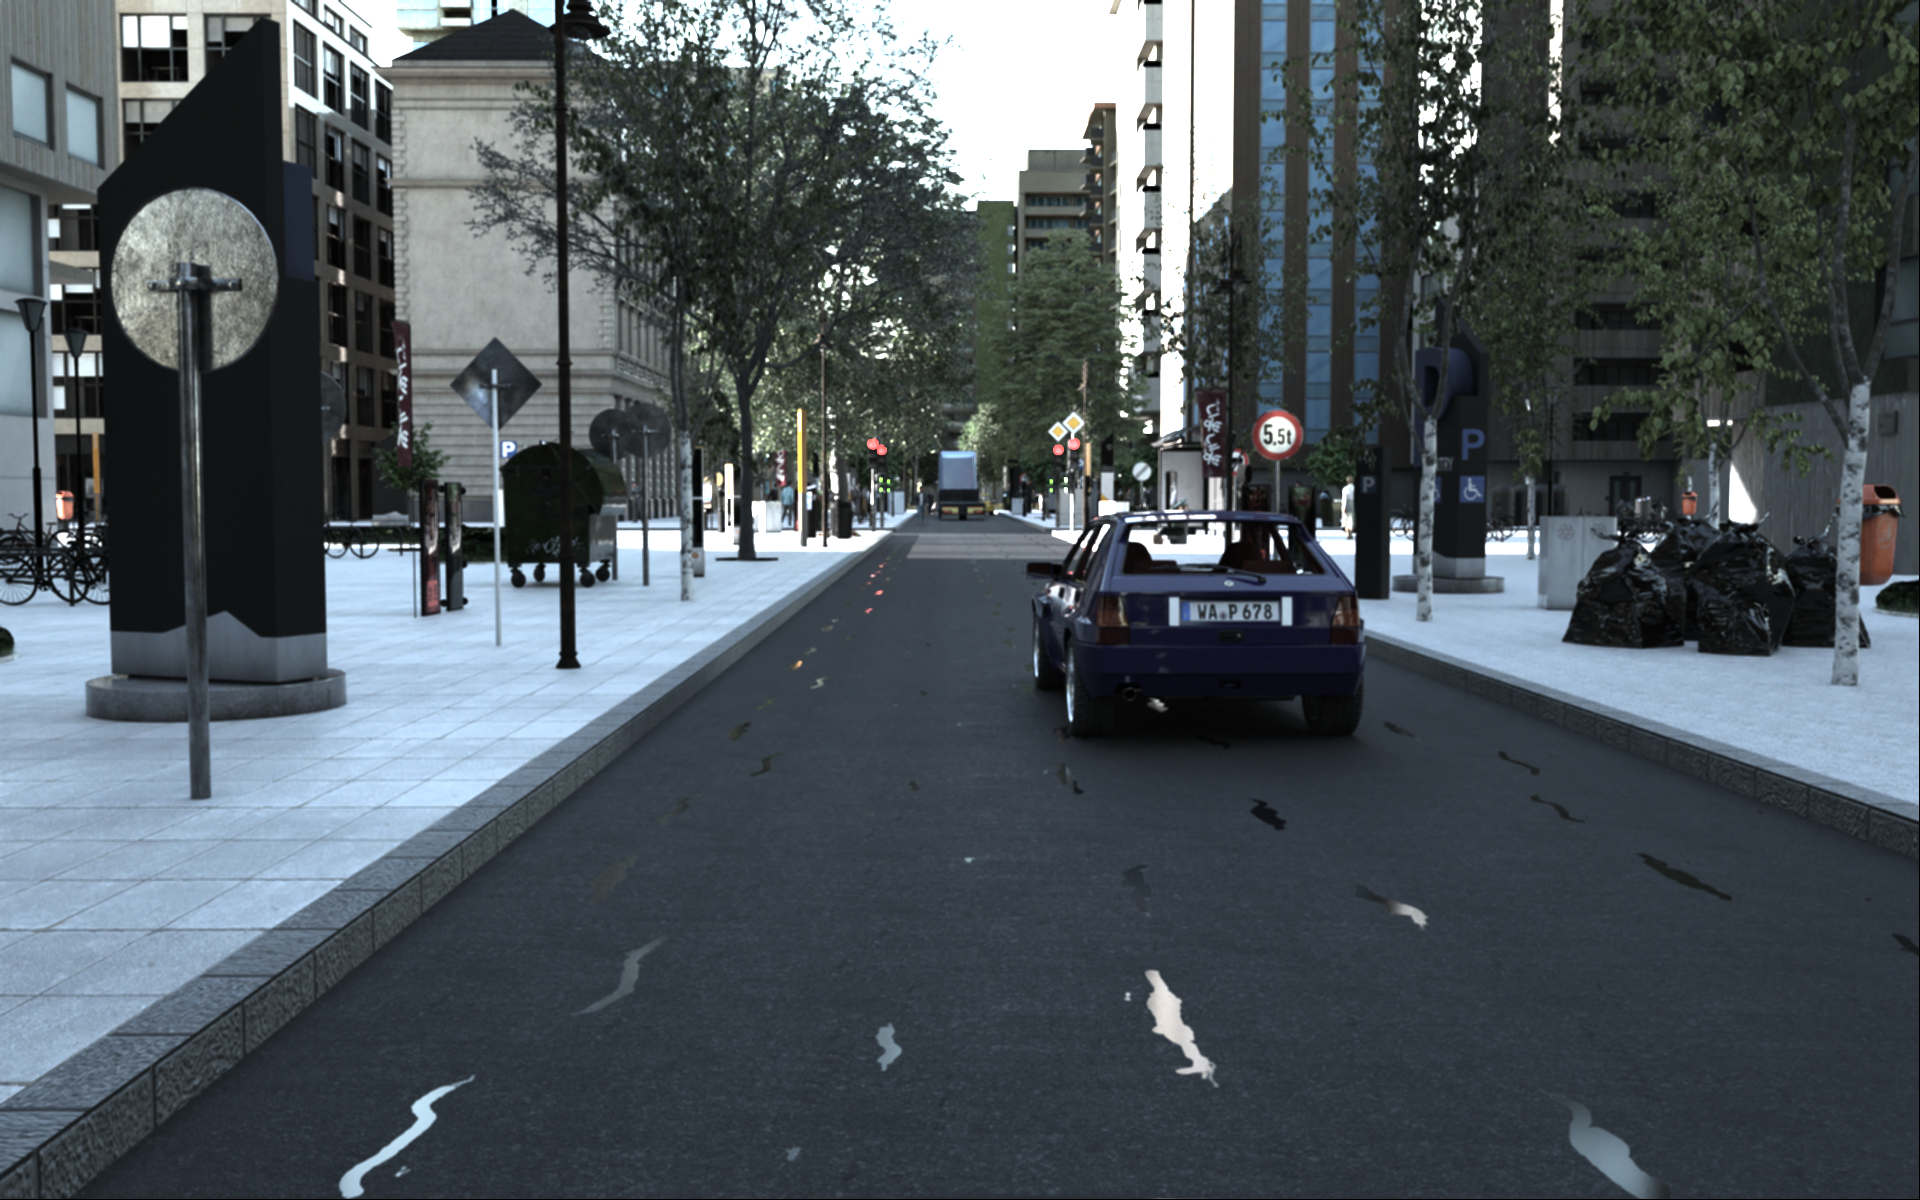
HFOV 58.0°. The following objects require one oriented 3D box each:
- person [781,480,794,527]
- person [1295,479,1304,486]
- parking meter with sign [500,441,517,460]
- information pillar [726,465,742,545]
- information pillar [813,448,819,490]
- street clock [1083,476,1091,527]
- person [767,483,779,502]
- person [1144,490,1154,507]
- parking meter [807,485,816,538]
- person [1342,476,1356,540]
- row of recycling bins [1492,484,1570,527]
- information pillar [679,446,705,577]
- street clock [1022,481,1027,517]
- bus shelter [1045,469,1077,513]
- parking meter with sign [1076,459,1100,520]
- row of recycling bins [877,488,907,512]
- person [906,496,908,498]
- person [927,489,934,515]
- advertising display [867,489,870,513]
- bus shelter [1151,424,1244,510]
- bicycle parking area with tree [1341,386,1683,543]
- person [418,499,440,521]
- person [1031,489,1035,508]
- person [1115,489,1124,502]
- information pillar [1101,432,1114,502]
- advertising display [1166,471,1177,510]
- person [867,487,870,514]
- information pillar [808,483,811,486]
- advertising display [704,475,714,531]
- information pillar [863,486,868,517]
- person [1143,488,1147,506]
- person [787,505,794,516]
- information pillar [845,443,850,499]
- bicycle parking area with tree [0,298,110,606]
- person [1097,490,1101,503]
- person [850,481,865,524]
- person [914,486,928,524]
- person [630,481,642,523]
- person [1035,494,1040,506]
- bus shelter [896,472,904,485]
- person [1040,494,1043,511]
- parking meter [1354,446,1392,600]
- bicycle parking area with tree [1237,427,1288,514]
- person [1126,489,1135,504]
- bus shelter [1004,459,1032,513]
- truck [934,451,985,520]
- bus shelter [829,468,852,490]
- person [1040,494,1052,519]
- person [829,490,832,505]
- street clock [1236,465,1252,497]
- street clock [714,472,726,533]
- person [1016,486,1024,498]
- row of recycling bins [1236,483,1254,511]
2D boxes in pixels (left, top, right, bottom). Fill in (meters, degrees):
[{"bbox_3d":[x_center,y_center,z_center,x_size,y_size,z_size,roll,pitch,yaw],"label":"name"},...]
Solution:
[{"bbox_3d":[-6.809,-3.794,68.101,0.660,1.820,0.620,2,4,32],"label":"person"},{"bbox_3d":[10.101,-2.714,51.261,0.643,1.720,0.563,-3,4,-37],"label":"person"},{"bbox_3d":[-14.575,-3.675,56.354,0.543,3.016,1.738,-1,4,-21],"label":"parking meter with sign"},{"bbox_3d":[-5.661,-2.381,43.421,0.304,2.012,0.304,-3,5,-41],"label":"information pillar"},{"bbox_3d":[-7.247,-5.856,87.104,0.183,3.616,0.504,-2,4,-31],"label":"information pillar"},{"bbox_3d":[5.008,-3.900,68.329,0.358,2.002,0.471,1,4,13],"label":"street clock"},{"bbox_3d":[-9.660,-5.182,90.540,0.755,1.850,0.659,-2,4,-31],"label":"person"},{"bbox_3d":[12.753,-6.792,116.870,0.659,1.850,0.755,1,4,14],"label":"person"},{"bbox_3d":[-4.394,-2.586,50.700,0.372,1.533,0.369,0,3,0],"label":"parking meter"},{"bbox_3d":[10.966,-2.590,48.612,0.478,1.798,0.641,1,4,18],"label":"person"},{"bbox_3d":[22.832,-3.792,69.116,3.534,1.692,1.069,-1,4,-22],"label":"row of recycling bins"},{"bbox_3d":[-4.148,-1.365,26.815,0.304,2.012,0.304,-2,4,-25],"label":"information pillar"},{"bbox_3d":[3.655,-5.728,98.220,0.358,2.002,0.471,0,4,5],"label":"street clock"},{"bbox_3d":[6.409,-7.244,112.370,2.014,3.302,5.546,0,4,-1],"label":"bus shelter"},{"bbox_3d":[6.553,-5.532,86.706,0.543,3.016,1.738,3,5,43],"label":"parking meter with sign"},{"bbox_3d":[-5.328,-7.040,122.213,3.534,1.692,1.069,-2,4,-34],"label":"row of recycling bins"},{"bbox_3d":[-5.220,-8.944,152.984,1.217,1.736,0.721,-1,4,-13],"label":"person"},{"bbox_3d":[-2.114,-6.778,119.747,0.534,1.772,0.576,1,4,21],"label":"person"},{"bbox_3d":[-6.180,-6.722,115.115,0.974,1.923,0.123,-2,4,-23],"label":"advertising display"},{"bbox_3d":[7.040,-3.541,51.820,2.014,3.302,5.546,0,4,0],"label":"bus shelter"},{"bbox_3d":[16.205,-3.784,48.877,9.016,4.147,8.231,2,4,26],"label":"bicycle parking area with tree"},{"bbox_3d":[-15.448,-2.692,50.234,0.709,1.800,0.728,1,4,14],"label":"person"},{"bbox_3d":[6.490,-9.178,156.631,0.750,1.759,0.617,2,4,30],"label":"person"},{"bbox_3d":[14.395,-9.126,155.980,0.721,1.736,1.217,-3,4,-37],"label":"person"},{"bbox_3d":[5.621,-4.561,65.924,0.504,3.616,0.183,1,4,15],"label":"information pillar"},{"bbox_3d":[5.923,-2.650,48.543,0.123,1.923,0.974,1,4,18],"label":"advertising display"},{"bbox_3d":[-6.112,-6.360,110.696,0.598,1.740,0.731,3,4,36],"label":"person"},{"bbox_3d":[-7.420,-4.847,83.733,0.304,2.012,0.304,3,4,37],"label":"information pillar"},{"bbox_3d":[-8.883,-3.334,59.729,0.974,1.923,0.123,2,4,34],"label":"advertising display"},{"bbox_3d":[-5.260,-6.391,95.847,0.183,3.616,0.504,-1,4,-20],"label":"information pillar"},{"bbox_3d":[14.946,-8.096,138.514,0.694,1.812,0.767,1,4,10],"label":"person"},{"bbox_3d":[-9.414,-5.315,97.223,0.640,1.303,0.475,0,4,-2],"label":"person"},{"bbox_3d":[-4.522,-4.713,68.417,0.183,3.616,0.504,-3,4,-39],"label":"information pillar"},{"bbox_3d":[-13.285,-2.197,22.924,9.016,4.147,8.231,1,4,9],"label":"bicycle parking area with tree"},{"bbox_3d":[14.006,-10.313,175.574,0.541,1.710,0.530,0,4,6],"label":"person"},{"bbox_3d":[-4.463,-4.177,74.301,0.822,1.834,0.622,-1,4,-12],"label":"person"},{"bbox_3d":[-1.807,-4.504,82.127,0.794,1.824,0.713,0,4,5],"label":"person"},{"bbox_3d":[-14.483,-4.395,77.713,0.655,1.846,0.447,1,4,11],"label":"person"},{"bbox_3d":[8.266,-10.639,183.183,0.628,1.438,0.799,1,4,11],"label":"person"},{"bbox_3d":[-5.472,-8.779,137.452,2.014,3.302,5.546,0,4,0],"label":"bus shelter"},{"bbox_3d":[6.061,-7.242,128.721,0.394,1.301,0.425,-2,4,-33],"label":"person"},{"bbox_3d":[5.042,-0.946,21.186,0.399,1.863,0.255,3,5,43],"label":"parking meter"},{"bbox_3d":[14.653,-5.338,74.277,8.231,4.147,9.016,1,4,11],"label":"bicycle parking area with tree"},{"bbox_3d":[14.793,-8.784,150.194,0.750,1.759,0.617,-1,4,-12],"label":"person"},{"bbox_3d":[4.011,-7.821,119.158,1.731,3.624,6.357,0,4,0],"label":"bus shelter"},{"bbox_3d":[-0.030,-6.936,103.166,2.967,4.110,18.799,0,4,-1],"label":"truck"},{"bbox_3d":[-6.824,-6.807,105.223,2.014,3.302,5.546,0,4,-1],"label":"bus shelter"},{"bbox_3d":[4.384,-4.762,88.169,0.640,1.303,0.475,1,4,14],"label":"person"},{"bbox_3d":[-14.806,-11.762,199.027,0.551,1.740,0.621,-1,4,-15],"label":"person"},{"bbox_3d":[6.994,-2.329,42.651,0.358,2.002,0.471,2,4,31],"label":"street clock"},{"bbox_3d":[-7.891,-3.221,57.228,0.471,2.002,0.358,3,5,42],"label":"street clock"},{"bbox_3d":[3.956,-6.601,114.139,0.661,1.801,0.590,1,4,21],"label":"person"},{"bbox_3d":[10.967,-3.713,67.828,1.069,1.692,3.534,0,4,-3],"label":"row of recycling bins"}]
